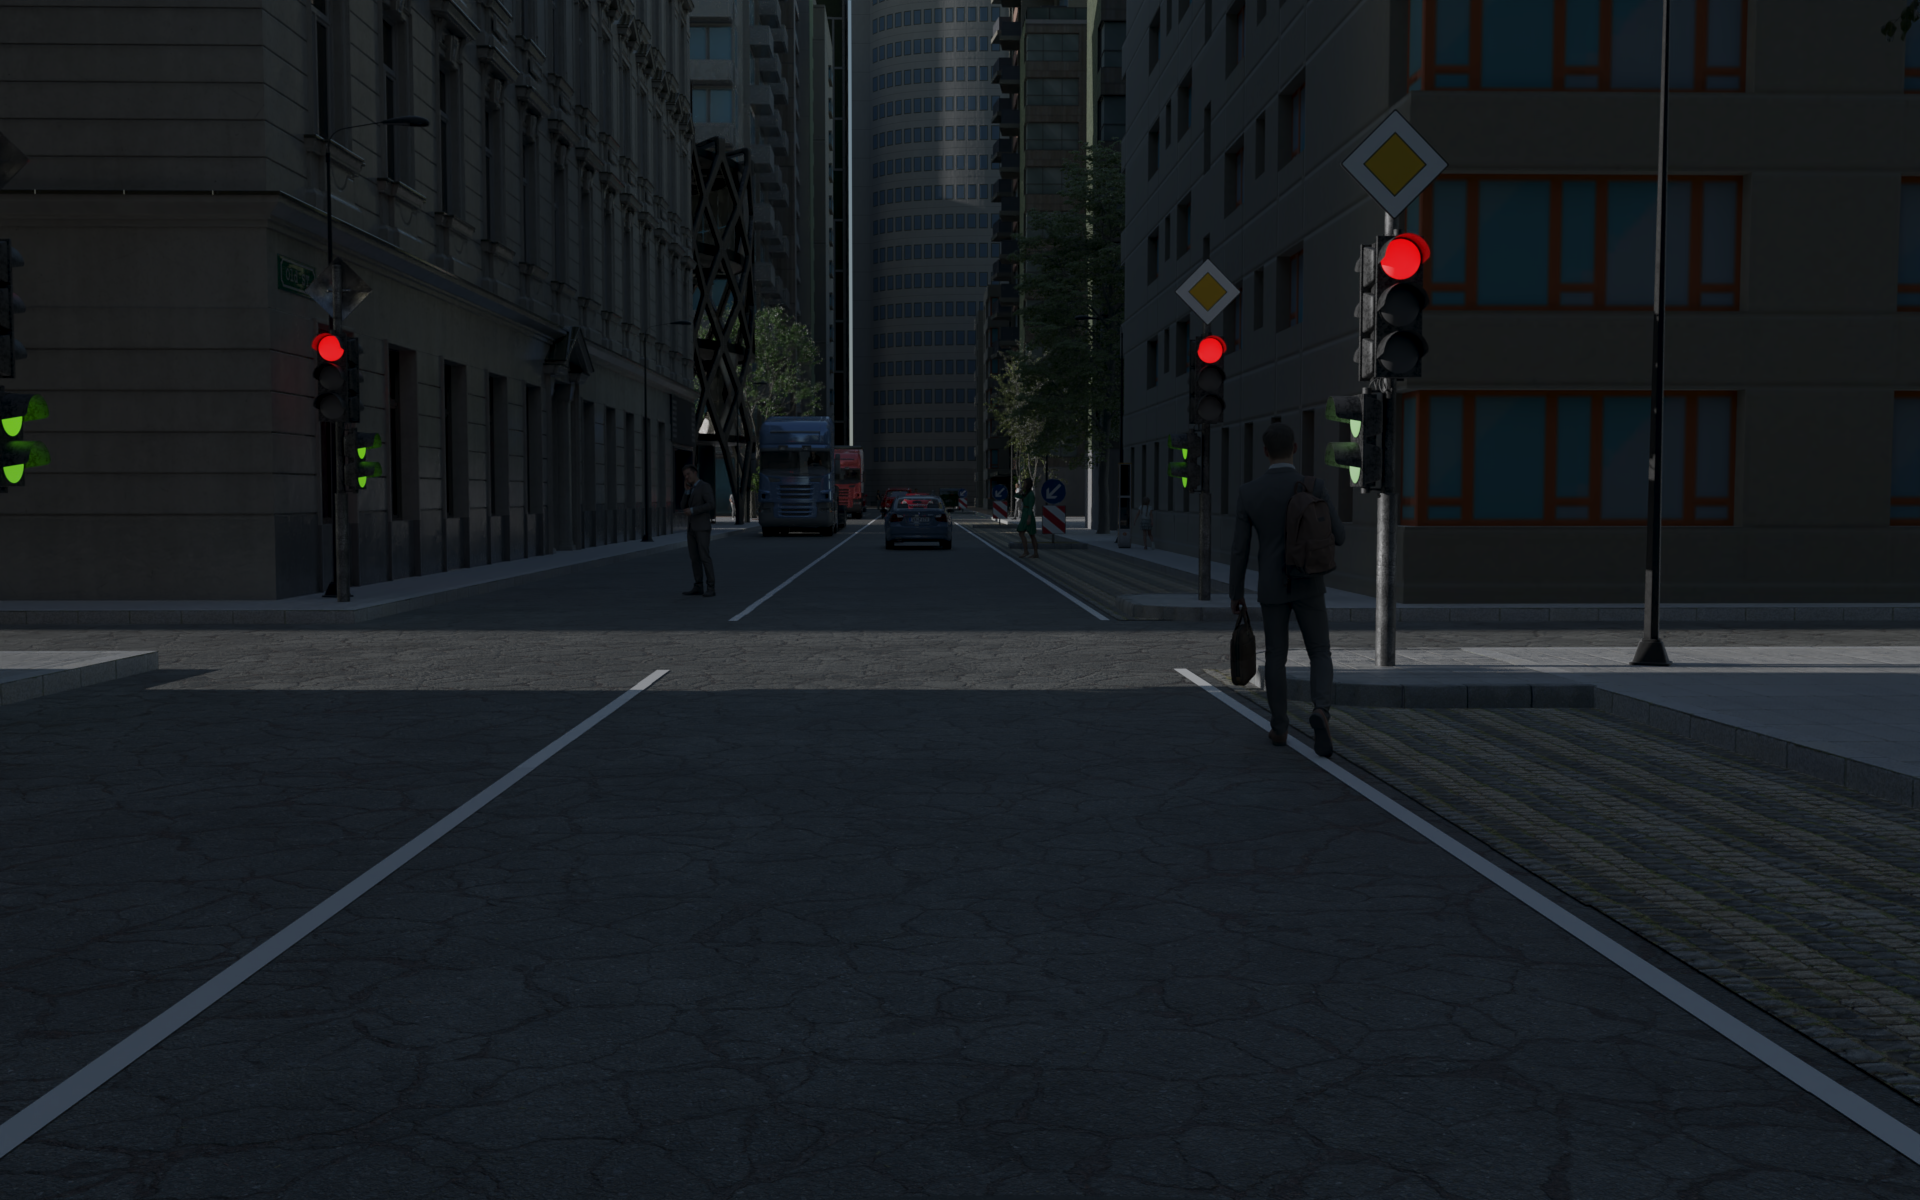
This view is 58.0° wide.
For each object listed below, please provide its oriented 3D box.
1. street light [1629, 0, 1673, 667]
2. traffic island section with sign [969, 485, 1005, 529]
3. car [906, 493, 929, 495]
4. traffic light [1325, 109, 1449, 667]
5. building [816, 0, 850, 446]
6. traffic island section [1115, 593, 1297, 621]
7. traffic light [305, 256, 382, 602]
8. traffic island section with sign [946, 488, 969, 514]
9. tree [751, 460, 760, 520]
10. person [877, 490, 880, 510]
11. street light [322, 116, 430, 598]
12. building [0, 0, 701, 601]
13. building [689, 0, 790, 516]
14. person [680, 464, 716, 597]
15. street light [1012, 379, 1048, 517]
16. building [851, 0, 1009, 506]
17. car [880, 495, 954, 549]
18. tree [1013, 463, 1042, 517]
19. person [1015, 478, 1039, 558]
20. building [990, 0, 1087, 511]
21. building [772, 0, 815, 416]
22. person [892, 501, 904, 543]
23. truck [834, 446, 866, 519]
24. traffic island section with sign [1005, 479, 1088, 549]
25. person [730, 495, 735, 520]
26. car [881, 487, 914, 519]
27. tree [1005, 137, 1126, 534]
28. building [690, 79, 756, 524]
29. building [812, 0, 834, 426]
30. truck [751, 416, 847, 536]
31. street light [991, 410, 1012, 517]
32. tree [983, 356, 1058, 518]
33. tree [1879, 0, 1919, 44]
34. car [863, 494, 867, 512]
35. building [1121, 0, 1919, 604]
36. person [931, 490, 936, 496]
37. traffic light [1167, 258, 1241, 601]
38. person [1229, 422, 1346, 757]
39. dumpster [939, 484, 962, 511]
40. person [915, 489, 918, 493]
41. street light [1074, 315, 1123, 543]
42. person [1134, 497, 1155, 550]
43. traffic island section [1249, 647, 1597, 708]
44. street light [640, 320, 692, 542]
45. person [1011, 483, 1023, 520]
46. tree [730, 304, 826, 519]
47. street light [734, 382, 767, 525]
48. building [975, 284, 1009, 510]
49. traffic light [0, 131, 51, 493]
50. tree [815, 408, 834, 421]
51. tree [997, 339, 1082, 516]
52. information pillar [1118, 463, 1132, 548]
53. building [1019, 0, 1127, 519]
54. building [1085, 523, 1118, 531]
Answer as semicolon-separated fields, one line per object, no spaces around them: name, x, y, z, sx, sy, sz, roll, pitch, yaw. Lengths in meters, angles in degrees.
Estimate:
street light;4.663;-2.466;12.860;1.470;5.913;1.316;0;4;-2
traffic island section with sign;1.524;-3.904;72.462;1.989;1.847;2.006;0;4;-2
car;-2.257;-5.117;92.698;2.155;1.783;4.494;0;4;-1
traffic light;3.160;-1.462;12.831;0.839;4.253;0.868;0;4;-2
building;-22.676;-45.862;188.095;20.611;71.187;20.563;0;4;-2
traffic island section;2.975;0.083;20.928;2.009;0.180;2.903;0;4;-2
traffic light;-7.322;-1.932;20.509;0.839;4.253;0.868;0;4;-2
traffic island section with sign;0.071;-7.029;123.560;1.989;1.847;2.006;0;4;-2
tree;-9.790;-5.579;85.822;1.663;3.219;1.824;0;3;0
person;-7.238;-8.937;154.631;0.705;1.822;1.348;0;4;0
street light;-7.216;-2.989;21.416;1.470;5.913;1.316;0;4;-2
building;-16.750;-16.194;41.193;17.030;29.872;44.131;0;4;-2
building;-22.646;-30.033;110.642;23.786;49.044;30.456;0;4;-2
person;-3.709;-0.981;24.349;0.447;1.846;0.655;-3;5;-42
street light;2.979;-5.975;70.232;1.470;5.913;1.316;0;4;-2
building;2.340;-39.608;189.591;28.212;58.520;21.231;0;4;-2
car;-1.133;-2.089;46.162;2.014;1.417;4.499;0;4;-3
tree;3.670;-6.378;98.888;1.663;3.219;1.824;0;3;0
person;1.532;-1.818;38.477;0.529;1.795;0.600;-1;4;-19
building;13.605;-28.966;128.216;22.147;44.769;28.867;0;4;-2
building;-18.628;-27.506;133.312;14.154;41.232;14.086;0;4;-2
person;-1.803;-2.296;50.325;0.394;1.301;0.425;-2;4;-24
truck;-6.966;-6.948;102.512;2.839;4.237;11.283;0;4;-3
traffic island section with sign;2.288;-2.256;45.517;1.989;1.847;2.006;0;4;-2
person;-11.253;-4.765;86.539;0.523;1.515;0.503;0;4;8
car;-3.513;-5.670;101.376;2.281;1.827;5.304;0;4;0
tree;5.024;-8.419;55.774;7.486;12.596;7.792;0;3;0
building;-17.247;-12.581;73.159;16.820;18.784;16.811;0;4;-2
building;-22.732;-32.821;160.319;21.600;48.544;21.300;0;4;-2
truck;-5.771;-4.654;65.847;2.967;4.110;18.799;0;4;-2
street light;2.326;-7.508;95.294;1.470;5.913;1.316;0;4;-2
tree;3.414;-8.637;91.585;4.737;8.622;4.395;0;3;0
tree;5.422;-3.532;8.108;4.360;8.622;3.978;0;3;0
car;-8.514;-7.929;138.306;2.281;1.827;5.304;0;4;-2
building;19.229;-11.543;33.764;28.899;21.520;27.650;0;4;-2
person;-2.240;-7.955;139.288;0.721;1.736;1.217;3;5;43
traffic light;2.935;-1.951;20.813;0.839;4.253;0.868;0;4;-2
person;1.823;-0.074;9.671;0.622;1.834;0.822;0;4;6
dumpster;-0.813;-8.758;148.143;1.985;2.255;1.502;0;4;-4
person;-3.153;-7.142;125.217;1.348;1.831;0.705;-1;4;-21
street light;3.675;-4.444;45.192;1.470;5.913;1.316;0;4;-2
person;4.253;-1.766;39.931;0.505;1.210;0.382;1;4;8
traffic island section;3.200;0.571;12.946;2.009;0.180;2.903;0;4;-2
street light;-7.879;-4.521;46.456;1.470;5.913;1.316;0;4;-2
person;2.935;-4.905;86.336;0.850;1.850;0.679;0;4;-4
tree;-10.892;-10.124;91.276;9.928;11.665;9.643;0;3;0
street light;-8.659;-6.066;71.725;1.470;5.913;1.316;0;4;-2
building;15.700;-19.131;157.825;27.650;21.520;28.899;0;4;-2
traffic light;-7.097;-1.444;12.527;0.839;4.253;0.868;0;4;-2
tree;-12.206;-11.864;144.338;4.360;8.622;3.978;0;3;0
tree;3.577;-8.063;82.188;4.360;8.622;3.978;0;3;0
information pillar;3.895;-2.233;41.002;0.304;2.012;0.304;0;4;1
building;10.570;-20.514;107.111;14.160;30.474;14.107;0;4;-2
building;11.693;-18.062;67.012;14.160;30.474;14.107;0;4;-2
